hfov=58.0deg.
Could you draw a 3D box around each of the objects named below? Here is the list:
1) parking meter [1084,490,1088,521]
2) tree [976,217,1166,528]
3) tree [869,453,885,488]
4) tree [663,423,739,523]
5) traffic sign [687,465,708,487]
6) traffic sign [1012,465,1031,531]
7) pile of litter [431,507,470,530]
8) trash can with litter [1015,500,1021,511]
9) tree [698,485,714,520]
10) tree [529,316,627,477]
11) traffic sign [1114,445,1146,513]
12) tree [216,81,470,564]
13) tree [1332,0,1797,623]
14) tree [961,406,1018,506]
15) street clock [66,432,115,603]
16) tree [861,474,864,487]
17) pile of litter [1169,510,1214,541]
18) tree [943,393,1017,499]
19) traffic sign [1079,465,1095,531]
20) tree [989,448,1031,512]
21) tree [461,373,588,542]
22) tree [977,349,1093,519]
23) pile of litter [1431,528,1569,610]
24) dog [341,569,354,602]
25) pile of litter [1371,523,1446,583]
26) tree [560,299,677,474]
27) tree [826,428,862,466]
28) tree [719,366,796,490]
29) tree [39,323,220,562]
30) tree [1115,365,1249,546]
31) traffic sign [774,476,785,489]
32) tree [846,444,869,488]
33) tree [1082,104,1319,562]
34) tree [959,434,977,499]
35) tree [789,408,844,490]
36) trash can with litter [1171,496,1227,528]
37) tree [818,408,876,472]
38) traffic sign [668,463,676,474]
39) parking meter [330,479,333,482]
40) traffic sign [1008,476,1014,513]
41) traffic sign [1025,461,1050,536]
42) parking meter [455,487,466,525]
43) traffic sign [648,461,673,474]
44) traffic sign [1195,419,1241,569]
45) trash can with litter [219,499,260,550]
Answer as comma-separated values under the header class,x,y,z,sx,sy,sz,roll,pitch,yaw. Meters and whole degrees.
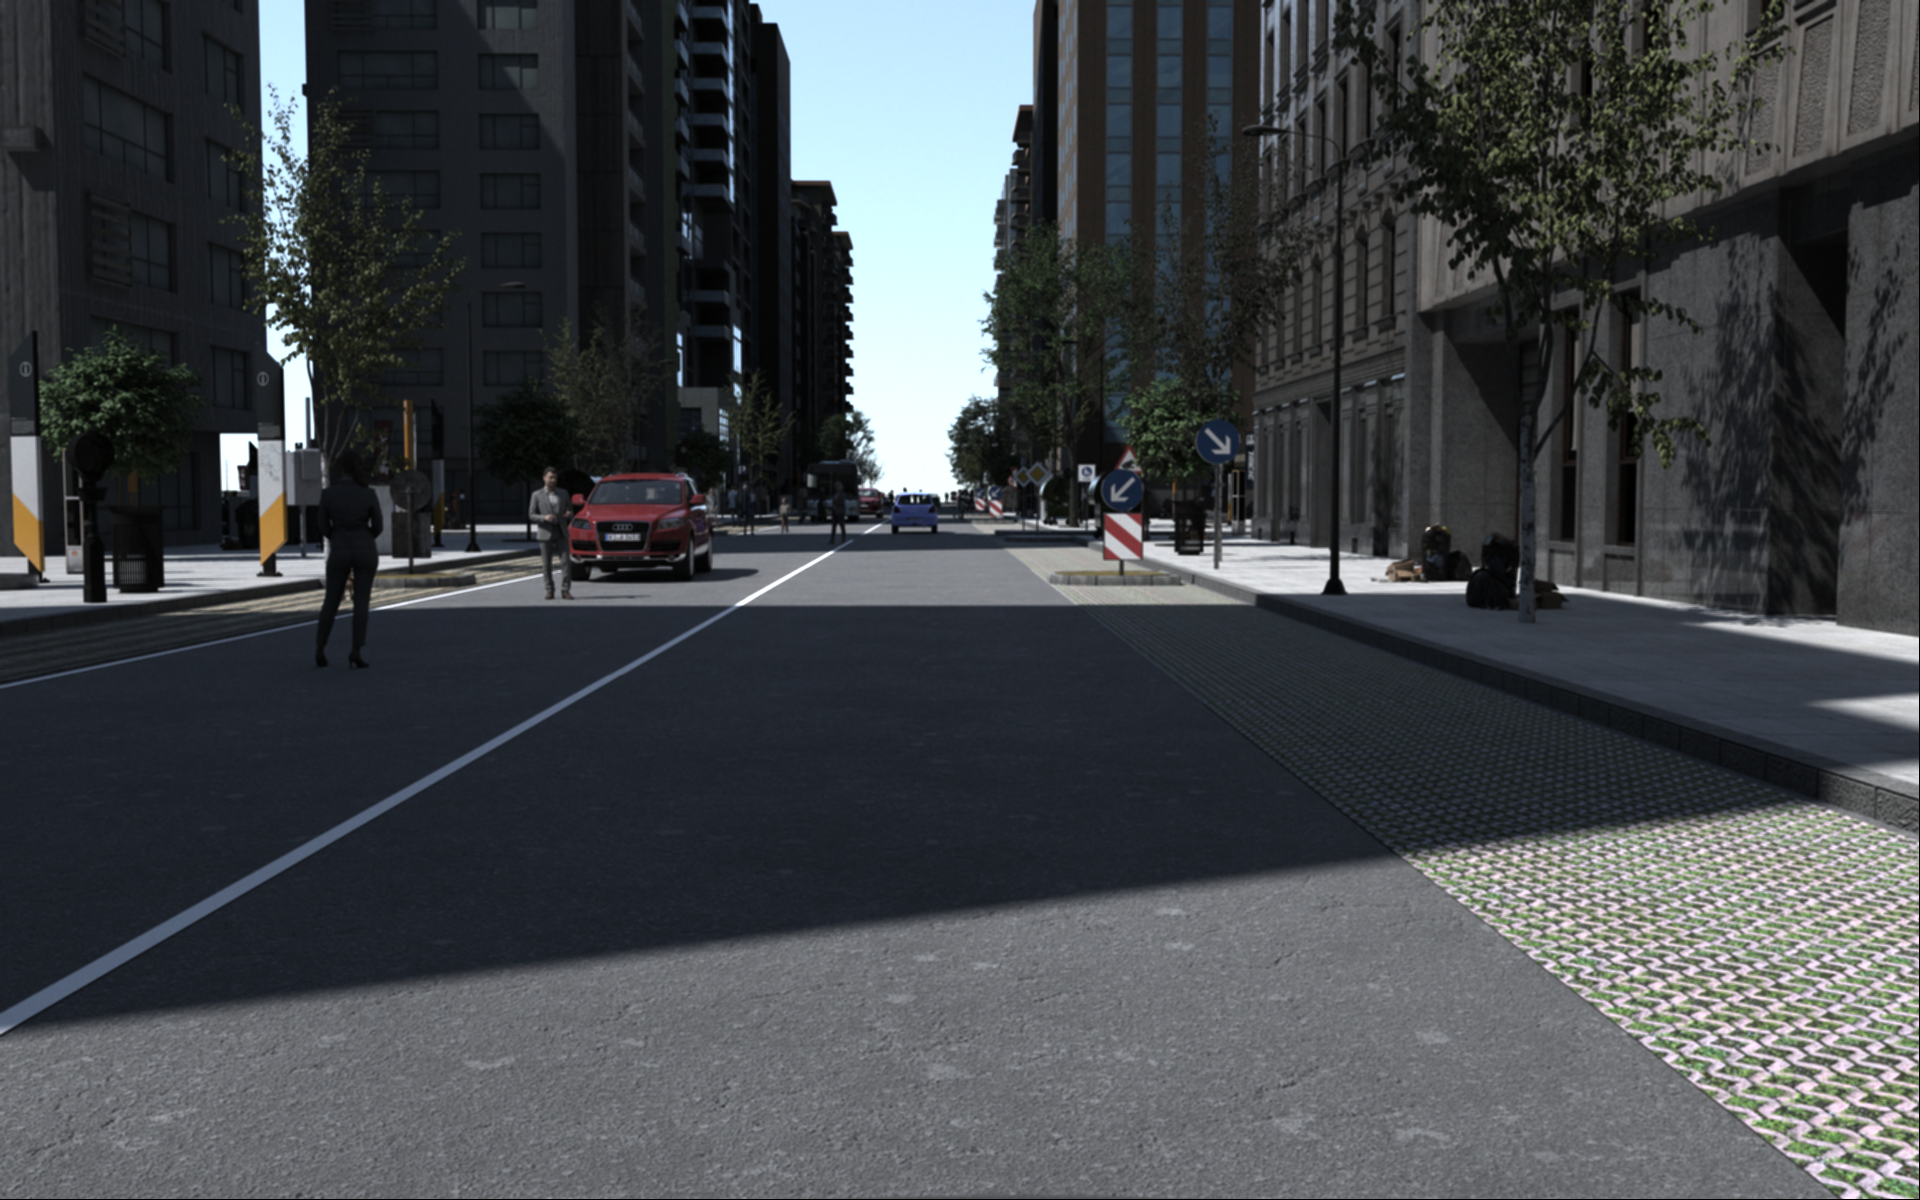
class,x,y,z,sx,sy,sz,roll,pitch,yaw
parking meter,6.020,-4.608,83.756,0.372,1.533,0.369,0,3,0
tree,4.207,-8.577,65.986,9.928,11.665,9.643,0,3,0
tree,-14.520,-18.949,260.174,4.360,8.622,3.978,0,3,0
tree,-11.604,-5.785,78.293,4.285,4.588,4.351,0,3,0
traffic sign,-9.174,-3.463,60.255,0.795,2.450,0.064,0,4,-1
traffic sign,2.219,-3.472,60.408,0.795,2.450,0.064,0,4,-1
pile of litter,-18.325,-2.949,62.175,1.719,0.858,1.176,3,4,38
trash can with litter,4.615,-7.373,131.930,0.624,1.170,1.055,-3,4,-37
tree,-12.764,-5.560,85.515,1.663,3.219,1.824,0,3,0
tree,-15.603,-7.387,71.141,4.737,8.622,4.395,0,3,0
traffic sign,4.433,-2.781,45.479,0.884,2.594,0.081,0,4,4
tree,-11.401,-4.961,31.471,4.737,8.622,4.395,0,3,0
tree,5.634,-4.065,16.826,4.737,8.622,4.395,0,3,0
tree,2.938,-11.834,143.845,4.360,8.622,3.978,0,3,0
street clock,-10.226,-0.969,20.421,0.358,2.002,0.471,3,4,38
tree,-14.089,-14.692,223.928,4.285,4.588,4.351,0,3,0
pile of litter,6.467,-2.105,48.389,1.176,0.858,1.719,0,4,-6
tree,2.768,-19.094,218.839,9.857,13.997,8.962,0,3,0
traffic sign,4.430,-3.573,60.552,0.606,2.300,0.079,0,4,0
tree,3.681,-8.535,123.256,4.285,4.588,4.351,0,3,0
tree,-11.844,-3.877,47.103,4.285,4.588,4.351,0,3,0
tree,4.204,-8.359,87.031,4.737,8.622,4.395,0,3,0
pile of litter,6.430,-0.356,19.787,1.719,0.858,1.176,-3,5,-39
dog,-8.165,-0.232,23.075,0.540,0.507,0.406,2,4,25
pile of litter,6.845,-0.713,25.617,1.719,0.858,1.176,-1,4,-10
tree,-12.646,-6.982,64.513,4.360,8.622,3.978,0,3,0
tree,-13.114,-14.879,193.638,4.737,8.622,4.395,0,3,0
tree,-11.819,-9.134,99.706,4.737,8.622,4.395,0,3,0
tree,-16.121,-3.040,33.417,4.285,4.588,4.351,0,3,0
tree,5.479,-3.622,42.929,4.285,4.588,4.351,0,3,0
traffic sign,-12.503,-7.326,119.893,0.768,2.556,0.104,0,4,2
tree,-14.710,-17.310,233.375,4.360,8.622,3.978,0,3,0
tree,4.743,-5.046,32.860,4.360,8.622,3.978,0,3,0
tree,2.118,-15.758,208.012,4.737,8.622,4.395,0,3,0
tree,-12.866,-12.209,149.982,4.360,8.622,3.978,0,3,0
trash can with litter,8.973,-3.357,65.939,1.678,1.210,2.233,-2,4,-34
tree,-13.580,-17.273,208.169,9.928,11.665,9.643,0,3,0
traffic sign,-11.741,-4.370,71.558,0.768,2.556,0.104,0,4,8
parking meter,-25.059,-3.861,68.838,0.255,1.863,0.399,-2,4,-29
traffic sign,3.535,-7.014,114.785,0.768,2.556,0.104,0,4,0
traffic sign,2.341,-2.984,52.424,0.795,2.450,0.064,0,4,-1
parking meter,-18.684,-3.447,64.775,0.372,1.533,0.369,0,3,0
traffic sign,-9.053,-2.974,52.271,0.795,2.450,0.064,0,4,-1
traffic sign,4.386,-1.800,29.542,0.768,2.556,0.104,0,4,0
trash can with litter,-16.481,-1.740,39.831,0.624,1.170,1.055,1,4,19
